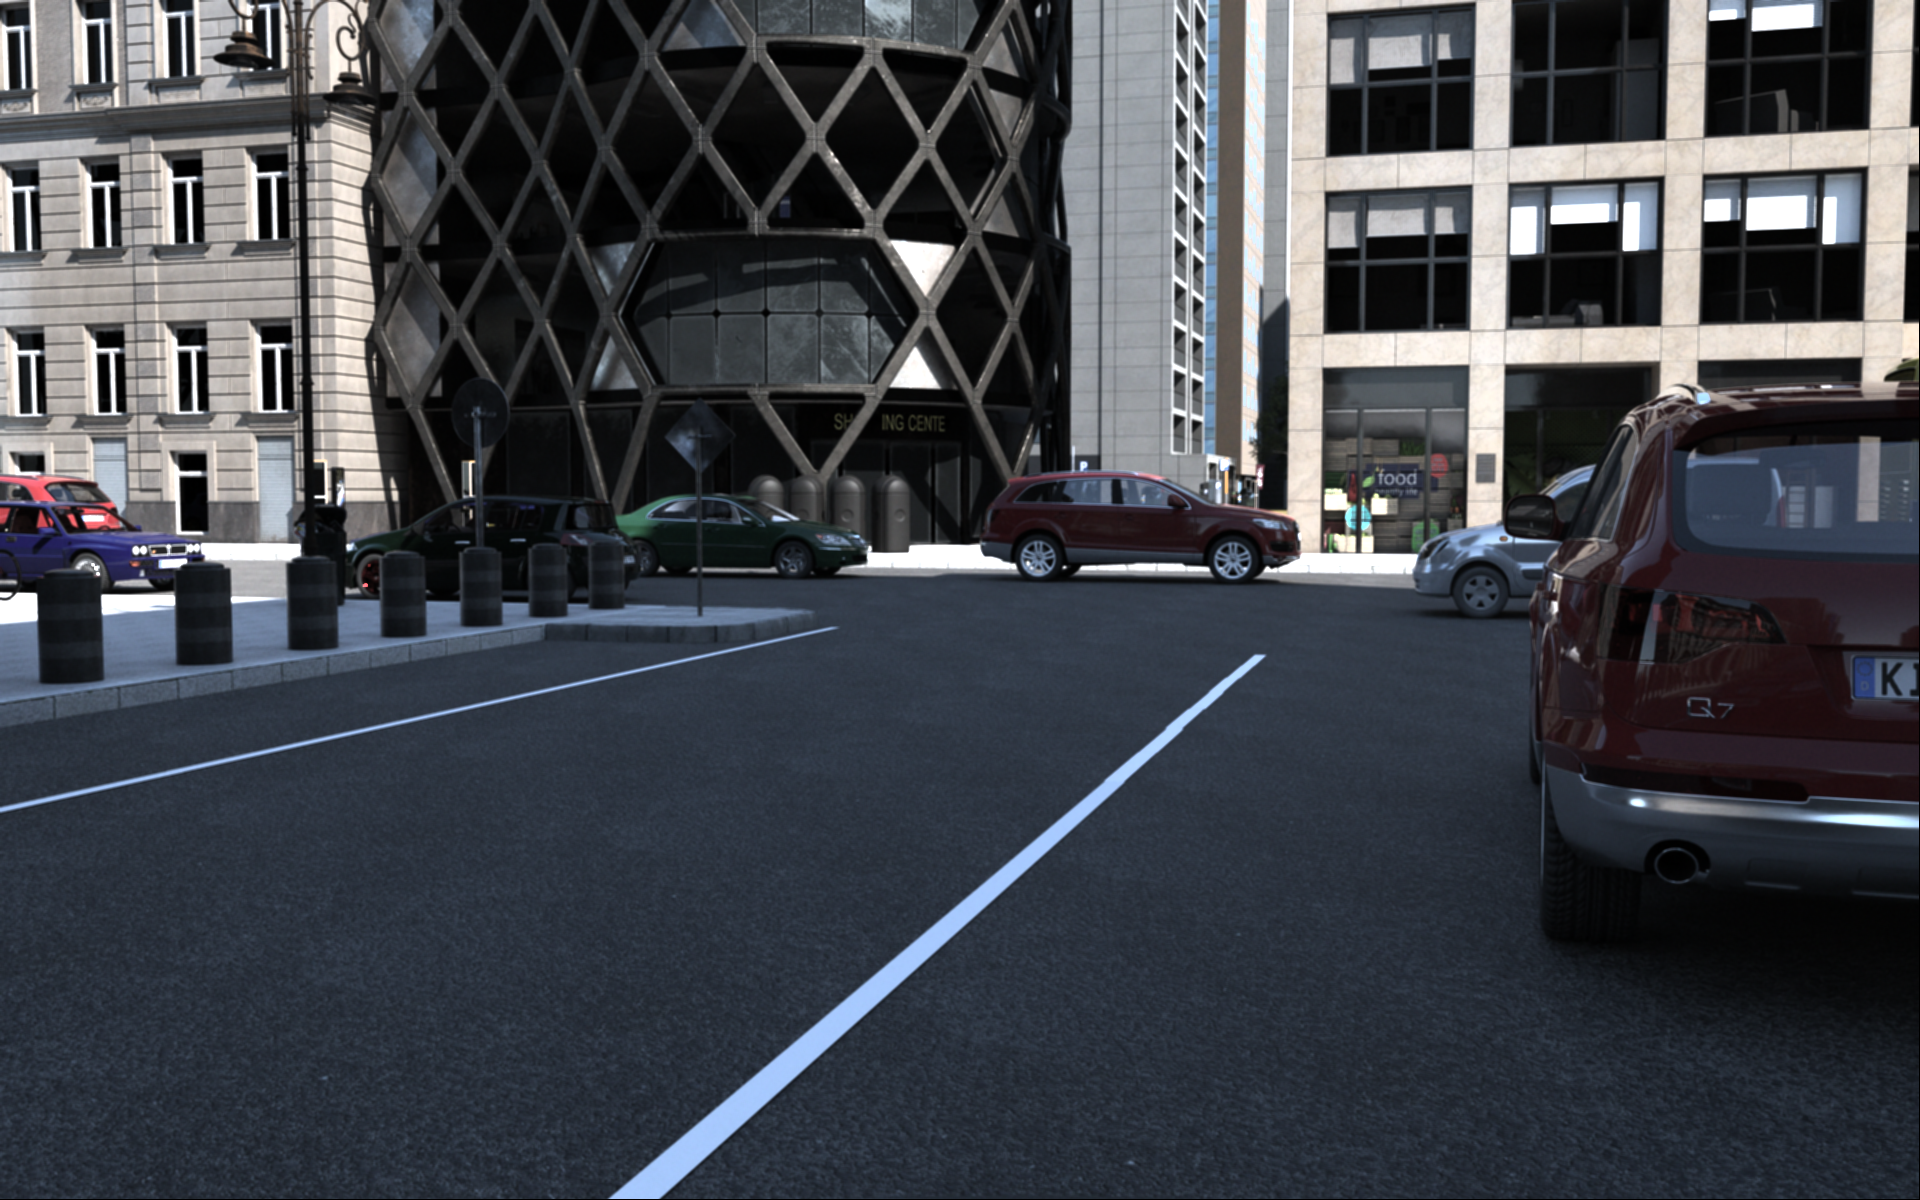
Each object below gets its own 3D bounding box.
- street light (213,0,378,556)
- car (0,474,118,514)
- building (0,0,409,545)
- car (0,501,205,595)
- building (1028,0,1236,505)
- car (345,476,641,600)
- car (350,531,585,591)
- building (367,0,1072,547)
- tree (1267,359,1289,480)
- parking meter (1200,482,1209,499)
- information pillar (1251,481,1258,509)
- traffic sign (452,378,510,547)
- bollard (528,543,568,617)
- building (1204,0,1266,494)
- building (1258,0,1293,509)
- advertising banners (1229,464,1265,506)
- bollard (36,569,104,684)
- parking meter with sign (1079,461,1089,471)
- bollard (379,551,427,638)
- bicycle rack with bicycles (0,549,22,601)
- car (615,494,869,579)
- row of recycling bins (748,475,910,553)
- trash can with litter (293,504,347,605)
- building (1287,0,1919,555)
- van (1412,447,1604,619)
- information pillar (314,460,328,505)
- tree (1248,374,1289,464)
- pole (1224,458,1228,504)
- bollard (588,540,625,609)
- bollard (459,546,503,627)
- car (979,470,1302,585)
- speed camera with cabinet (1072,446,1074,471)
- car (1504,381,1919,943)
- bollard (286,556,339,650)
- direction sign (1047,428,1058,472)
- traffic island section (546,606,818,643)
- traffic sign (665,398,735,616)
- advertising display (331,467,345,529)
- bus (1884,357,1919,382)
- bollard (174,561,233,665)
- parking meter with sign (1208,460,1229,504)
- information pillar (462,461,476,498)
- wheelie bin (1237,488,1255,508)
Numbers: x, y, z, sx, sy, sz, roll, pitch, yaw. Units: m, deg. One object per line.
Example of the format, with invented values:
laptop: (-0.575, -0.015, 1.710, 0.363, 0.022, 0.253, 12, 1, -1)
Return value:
street light: (-5.644, -2.577, 14.923, 0.468, 5.910, 1.993, 1, 4, 16)
car: (-19.181, -1.562, 34.213, 5.304, 1.827, 2.281, 1, 4, 17)
building: (-25.741, -15.547, 51.454, 25.104, 27.353, 12.463, 1, 4, 16)
car: (-13.250, -0.798, 25.623, 3.894, 1.354, 1.945, 1, 4, 16)
building: (8.018, -41.465, 116.200, 20.563, 71.187, 20.611, 1, 4, 16)
car: (-6.394, -0.841, 23.543, 4.222, 1.686, 2.009, 1, 4, 17)
car: (-7.402, -0.868, 26.766, 3.894, 1.354, 1.945, 1, 4, 15)
building: (-5.072, -11.031, 47.810, 16.811, 18.784, 16.820, 1, 4, 16)
tree: (29.932, -14.445, 142.830, 9.857, 13.997, 8.962, 0, 3, 0)
parking meter: (11.877, -4.804, 84.252, 0.399, 1.863, 0.255, -2, 4, -28)
information pillar: (16.378, -5.619, 96.365, 0.304, 2.012, 0.304, 3, 4, 36)
traffic sign: (-5.283, -1.157, 19.031, 0.768, 2.556, 0.104, 1, 4, 22)
bollard: (-4.326, -0.212, 18.181, 0.404, 0.777, 0.398, 0, 3, 0)
building: (15.635, -29.528, 132.900, 14.600, 45.320, 14.200, 1, 4, 16)
building: (17.141, -37.932, 162.187, 28.212, 58.520, 21.231, 1, 4, 16)
advertising banners: (16.885, -6.468, 101.932, 2.074, 3.025, 0.090, 1, 4, 16)
bollard: (-6.098, 0.174, 11.873, 0.404, 0.777, 0.398, 0, 3, 0)
parking meter with sign: (6.117, -5.821, 91.430, 0.543, 3.016, 1.738, 3, 4, 36)
bollard: (-5.036, -0.057, 15.655, 0.404, 0.777, 0.398, 0, 3, 0)
bicycle rack with bicycles: (-13.012, -0.433, 20.462, 2.925, 0.926, 2.852, 2, 4, 31)
car: (-3.988, -1.131, 30.285, 4.920, 1.459, 2.131, 1, 4, 14)
row of recycling bins: (-2.854, -1.870, 37.683, 3.534, 1.692, 1.069, 0, 4, -2)
trash can with litter: (-7.477, -0.531, 20.075, 0.624, 1.170, 1.055, -2, 4, -31)
building: (25.977, -14.467, 41.047, 34.151, 26.468, 19.350, 1, 4, 16)
van: (7.417, -0.811, 20.267, 4.112, 2.044, 2.013, 1, 4, 14)
information pillar: (-14.008, -2.045, 37.929, 0.304, 2.012, 0.304, -1, 4, -17)
tree: (22.739, -11.097, 115.840, 7.601, 10.594, 8.767, 1, 4, 16)
pole: (14.912, -6.319, 97.155, 0.158, 3.312, 0.155, 0, 3, 0)
bollard: (-3.970, -0.289, 19.437, 0.404, 0.777, 0.398, 0, 3, 0)
bollard: (-4.679, -0.134, 16.916, 0.404, 0.777, 0.398, 0, 3, 0)
car: (2.971, -1.224, 28.682, 5.304, 1.827, 2.281, 1, 4, 15)
speed camera with cabinet: (4.803, -4.663, 70.571, 0.660, 3.252, 2.038, 0, 4, 2)
car: (3.304, 0.118, 6.751, 2.281, 1.827, 5.304, 1, 4, 18)
bollard: (-5.385, 0.020, 14.397, 0.404, 0.777, 0.398, 0, 3, 0)
direction sign: (3.343, -4.138, 59.649, 0.876, 3.537, 0.379, 0, 4, 7)
traffic island section: (-2.748, 0.251, 18.171, 2.009, 0.180, 2.903, 1, 4, 16)
traffic sign: (-2.723, -0.884, 18.103, 0.795, 2.450, 0.064, 1, 4, 16)
advertising display: (-14.996, -2.237, 41.789, 0.123, 1.923, 0.974, -1, 4, -9)
bus: (20.510, -2.069, 25.368, 12.252, 3.916, 2.896, 1, 4, 17)
bollard: (-5.741, 0.096, 13.141, 0.404, 0.777, 0.398, 0, 3, 0)
parking meter with sign: (13.085, -5.665, 88.887, 0.543, 3.016, 1.738, -2, 4, -24)
information pillar: (-10.864, -2.085, 38.584, 0.304, 2.012, 0.304, 3, 5, 40)
wheelie bin: (14.186, -4.763, 85.785, 0.980, 1.594, 0.693, -3, 5, -42)
